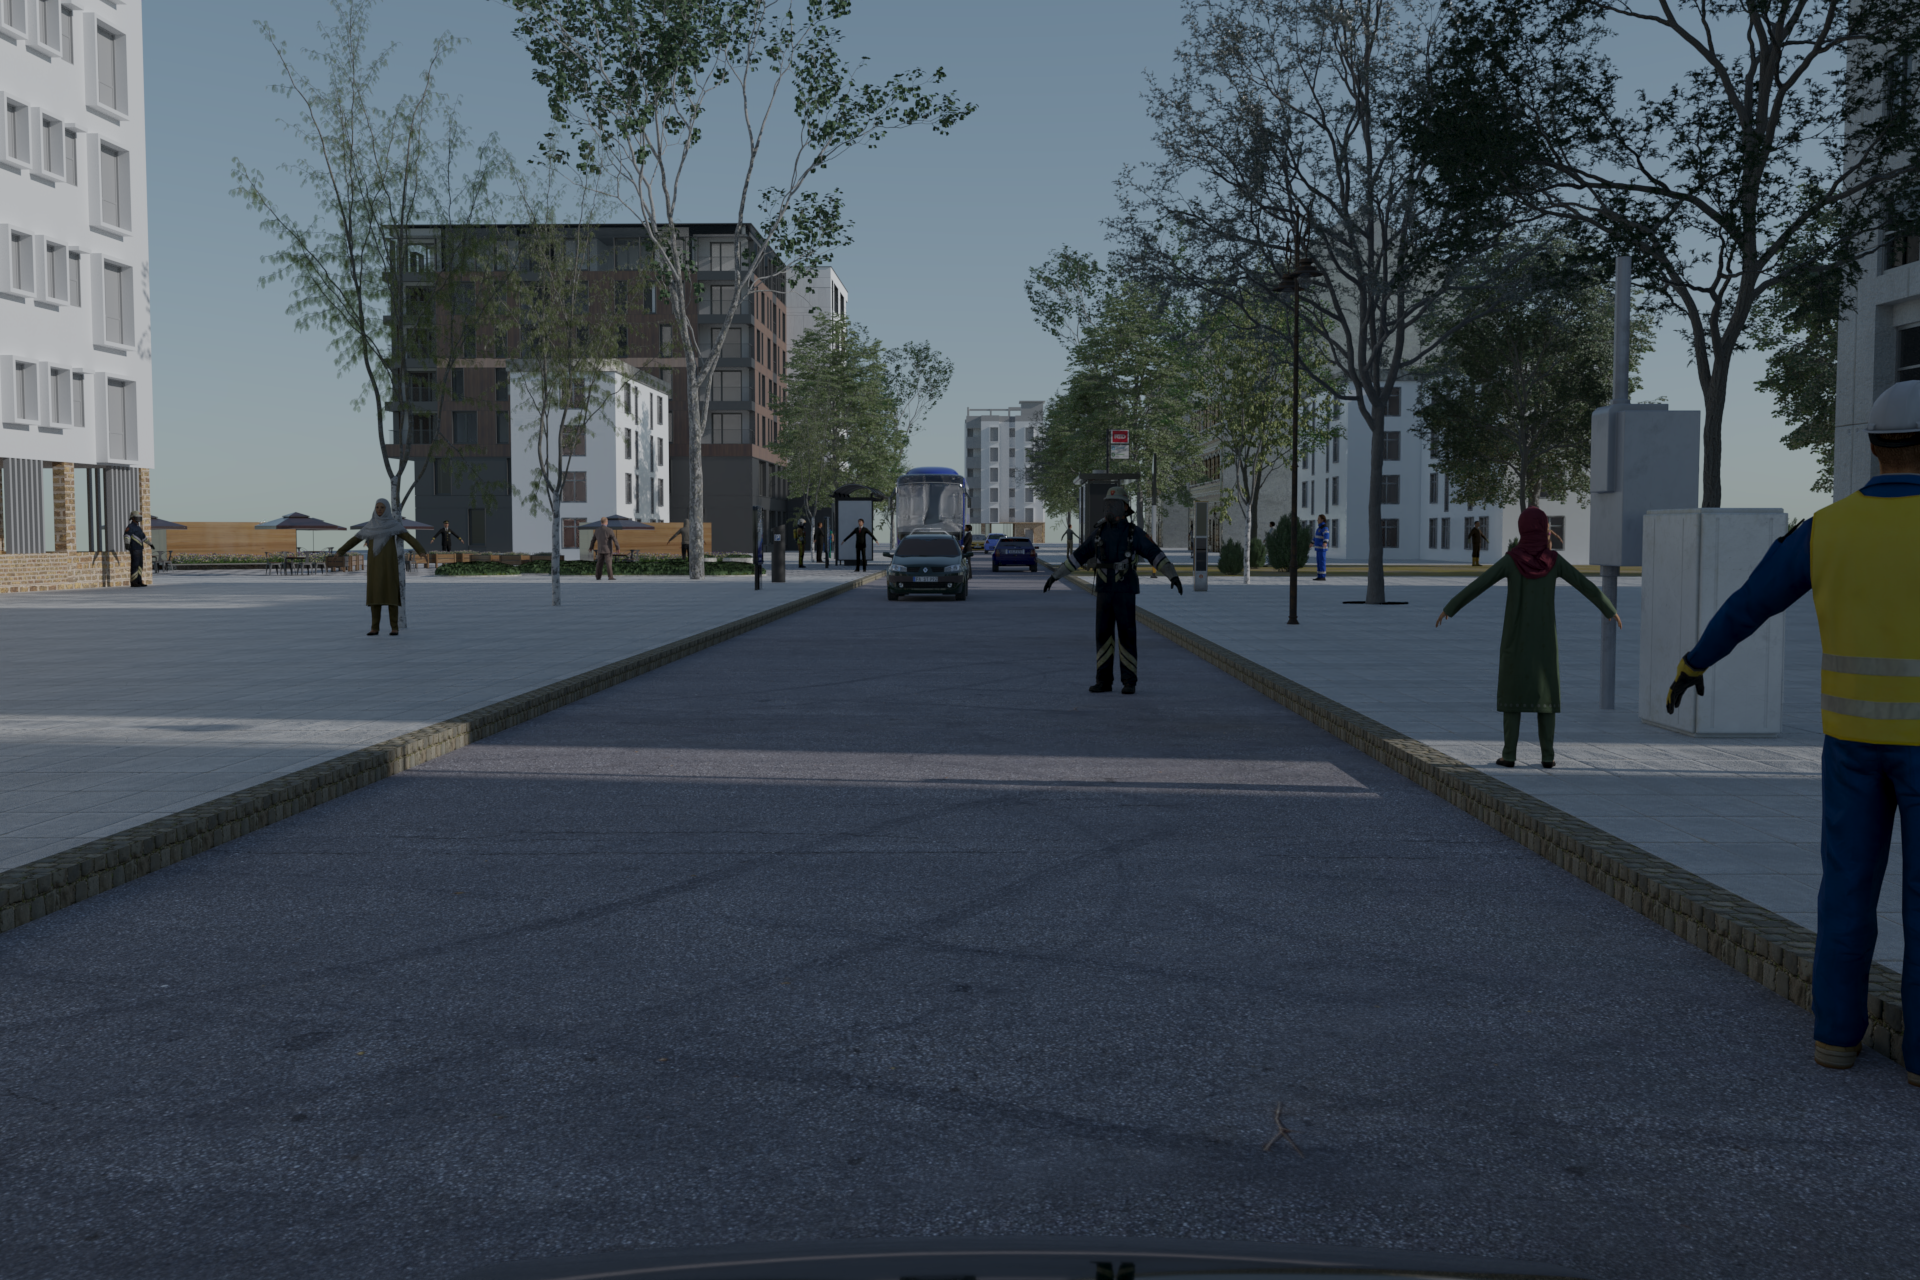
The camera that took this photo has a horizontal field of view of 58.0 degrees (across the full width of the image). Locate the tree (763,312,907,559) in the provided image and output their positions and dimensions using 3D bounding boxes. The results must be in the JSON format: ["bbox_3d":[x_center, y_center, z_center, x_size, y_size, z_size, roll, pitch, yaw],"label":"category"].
[{"bbox_3d":[-6.661,-10.458,89.120,7.486,12.596,7.792,0,3,0],"label":"tree"}]

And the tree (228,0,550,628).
[{"bbox_3d":[-7.713,-4.482,23.643,4.360,8.622,3.978,0,3,0],"label":"tree"}]

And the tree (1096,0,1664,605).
[{"bbox_3d":[7.589,-7.407,31.469,12.009,13.543,11.850,0,3,0],"label":"tree"}]

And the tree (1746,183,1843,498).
[{"bbox_3d":[28.876,-8.935,52.738,9.857,13.997,8.962,0,3,0],"label":"tree"}]

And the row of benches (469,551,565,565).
[{"bbox_3d":[-15.656,-2.808,61.370,4.104,0.672,1.422,2,4,29],"label":"row of benches"}]

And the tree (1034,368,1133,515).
[{"bbox_3d":[8.611,-12.202,117.633,7.486,12.596,7.792,0,3,0],"label":"tree"}]

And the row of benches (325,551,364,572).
[{"bbox_3d":[-21.243,-2.718,59.896,1.422,0.672,4.104,-1,4,-10],"label":"row of benches"}]

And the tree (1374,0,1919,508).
[{"bbox_3d":[7.616,-5.106,17.898,7.601,10.594,8.767,-2,4,-30],"label":"tree"}]

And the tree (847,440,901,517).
[{"bbox_3d":[-6.009,-10.162,116.510,4.737,8.622,4.395,0,3,0],"label":"tree"}]

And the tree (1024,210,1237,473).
[{"bbox_3d":[10.516,-14.970,100.651,12.611,20.169,13.585,0,3,0],"label":"tree"}]

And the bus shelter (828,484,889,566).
[{"bbox_3d":[-4.166,-4.789,72.227,2.014,3.302,5.546,0,4,2],"label":"bus shelter"}]

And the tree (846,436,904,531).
[{"bbox_3d":[-6.253,-10.636,124.259,4.737,8.622,4.395,0,3,0],"label":"tree"}]

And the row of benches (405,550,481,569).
[{"bbox_3d":[-19.626,-3.063,65.540,1.422,0.672,4.104,2,4,26],"label":"row of benches"}]

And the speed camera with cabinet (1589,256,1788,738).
[{"bbox_3d":[4.911,-1.066,11.773,0.660,3.252,2.038,0,4,1],"label":"speed camera with cabinet"}]

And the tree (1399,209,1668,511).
[{"bbox_3d":[22.478,-9.863,67.911,9.857,13.997,8.962,0,3,0],"label":"tree"}]

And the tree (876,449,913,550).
[{"bbox_3d":[-5.519,-11.617,140.299,4.737,8.622,4.395,0,3,0],"label":"tree"}]

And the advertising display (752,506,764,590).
[{"bbox_3d":[-4.647,-2.120,39.876,0.123,1.923,0.974,0,4,1],"label":"advertising display"}]

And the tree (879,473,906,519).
[{"bbox_3d":[-7.919,-18.962,244.448,7.601,10.594,8.767,0,4,3],"label":"tree"}]

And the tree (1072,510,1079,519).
[{"bbox_3d":[19.394,-19.182,248.039,7.601,10.594,8.767,0,4,7],"label":"tree"}]

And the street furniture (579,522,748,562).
[{"bbox_3d":[-11.358,-3.737,67.957,11.010,1.723,9.812,-2,4,-28],"label":"street furniture"}]

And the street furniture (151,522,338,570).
[{"bbox_3d":[-26.637,-3.557,65.011,11.010,1.723,9.812,-3,5,-44],"label":"street furniture"}]

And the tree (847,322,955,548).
[{"bbox_3d":[-7.292,-18.335,155.669,12.611,20.169,13.585,0,3,0],"label":"tree"}]

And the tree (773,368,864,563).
[{"bbox_3d":[-6.734,-7.768,77.374,4.360,8.622,3.978,0,3,0],"label":"tree"}]

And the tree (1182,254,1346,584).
[{"bbox_3d":[7.593,-5.774,44.762,4.737,8.622,4.395,0,3,0],"label":"tree"}]

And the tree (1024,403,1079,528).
[{"bbox_3d":[8.925,-14.045,147.767,7.486,12.596,7.792,0,3,0],"label":"tree"}]

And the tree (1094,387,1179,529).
[{"bbox_3d":[8.469,-8.392,87.569,4.360,8.622,3.978,0,3,0],"label":"tree"}]

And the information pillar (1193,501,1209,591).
[{"bbox_3d":[5.386,-2.097,38.780,0.304,2.012,0.304,0,4,1],"label":"information pillar"}]

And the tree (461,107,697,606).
[{"bbox_3d":[-7.421,-4.914,30.707,4.360,8.622,3.978,0,3,0],"label":"tree"}]

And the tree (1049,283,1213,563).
[{"bbox_3d":[7.729,-9.771,77.888,7.486,12.596,7.792,0,3,0],"label":"tree"}]

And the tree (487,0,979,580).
[{"bbox_3d":[-6.375,-11.715,47.437,12.611,20.169,13.585,0,3,0],"label":"tree"}]

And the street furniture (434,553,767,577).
[{"bbox_3d":[-11.005,-2.368,54.339,10.072,0.657,5.734,0,4,0],"label":"street furniture"}]

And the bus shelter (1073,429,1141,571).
[{"bbox_3d":[5.315,-5.273,63.847,2.179,5.291,8.768,0,4,2],"label":"bus shelter"}]

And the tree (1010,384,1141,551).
[{"bbox_3d":[9.386,-13.644,133.449,12.009,13.543,11.850,0,3,0],"label":"tree"}]

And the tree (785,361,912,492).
[{"bbox_3d":[-6.664,-10.988,105.409,9.928,11.665,9.643,0,3,0],"label":"tree"}]

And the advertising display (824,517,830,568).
[{"bbox_3d":[-4.985,-3.653,64.944,0.123,1.923,0.974,0,4,2],"label":"advertising display"}]

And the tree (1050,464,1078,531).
[{"bbox_3d":[9.731,-12.548,155.529,4.360,8.622,3.978,0,3,0],"label":"tree"}]

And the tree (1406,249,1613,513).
[{"bbox_3d":[17.966,-7.423,55.785,7.601,10.594,8.767,1,4,9],"label":"tree"}]

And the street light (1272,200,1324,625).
[{"bbox_3d":[4.736,-3.160,24.451,0.468,5.910,1.993,0,4,1],"label":"street light"}]

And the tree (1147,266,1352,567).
[{"bbox_3d":[11.336,-8.654,67.249,9.928,11.665,9.643,0,3,0],"label":"tree"}]

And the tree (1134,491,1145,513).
[{"bbox_3d":[29.344,-20.514,245.769,12.009,13.543,11.850,0,3,0],"label":"tree"}]

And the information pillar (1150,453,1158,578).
[{"bbox_3d":[5.629,-3.602,50.247,0.183,3.616,0.504,0,4,1],"label":"information pillar"}]
